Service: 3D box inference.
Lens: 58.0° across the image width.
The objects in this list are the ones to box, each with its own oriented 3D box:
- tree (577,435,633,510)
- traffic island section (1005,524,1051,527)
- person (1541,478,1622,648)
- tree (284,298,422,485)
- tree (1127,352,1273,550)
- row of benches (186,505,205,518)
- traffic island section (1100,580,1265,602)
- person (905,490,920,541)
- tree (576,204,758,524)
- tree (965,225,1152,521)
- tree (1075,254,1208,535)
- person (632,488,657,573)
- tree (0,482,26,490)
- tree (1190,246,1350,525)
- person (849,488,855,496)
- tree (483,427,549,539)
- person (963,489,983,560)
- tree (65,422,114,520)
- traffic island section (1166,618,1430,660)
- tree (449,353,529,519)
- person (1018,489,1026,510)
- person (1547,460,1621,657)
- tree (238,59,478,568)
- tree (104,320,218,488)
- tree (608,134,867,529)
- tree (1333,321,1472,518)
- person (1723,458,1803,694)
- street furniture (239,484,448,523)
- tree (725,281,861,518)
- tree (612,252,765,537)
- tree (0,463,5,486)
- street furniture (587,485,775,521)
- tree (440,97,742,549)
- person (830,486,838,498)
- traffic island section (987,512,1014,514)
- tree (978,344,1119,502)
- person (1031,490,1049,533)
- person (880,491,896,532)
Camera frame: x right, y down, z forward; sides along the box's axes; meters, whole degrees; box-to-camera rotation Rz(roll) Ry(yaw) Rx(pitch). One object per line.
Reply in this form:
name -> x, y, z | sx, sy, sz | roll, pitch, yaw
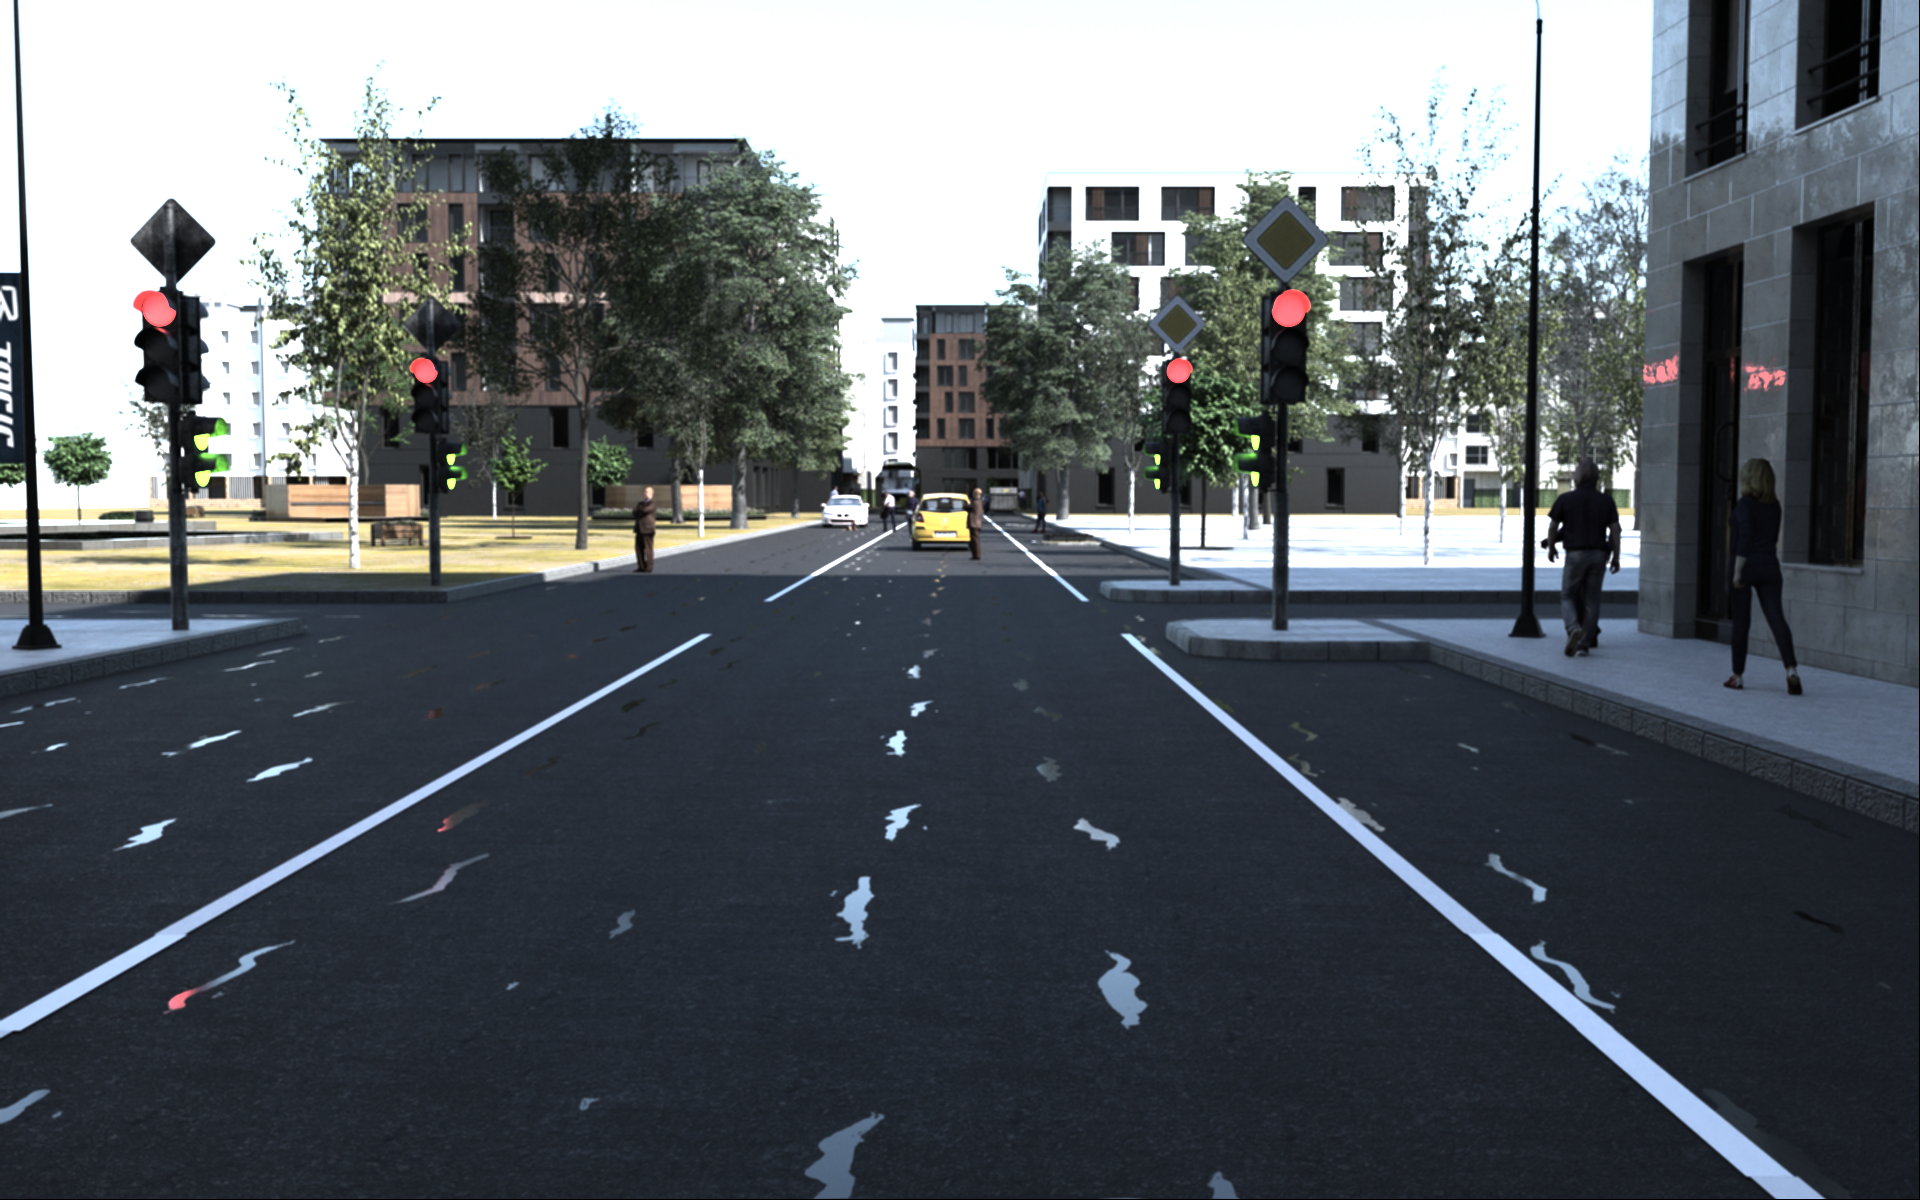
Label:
tree -> -19.685, -6.861, 95.888 | 4.285, 4.588, 4.351 | 0, 3, 0
traffic island section -> 2.985, -3.265, 76.241 | 1.991, 0.108, 1.994 | 0, 3, 0
person -> 5.178, -0.356, 14.556 | 0.600, 1.496, 0.574 | 0, 4, 3
tree -> -31.591, -10.141, 91.556 | 9.928, 11.665, 9.643 | 0, 3, 0
tree -> 5.597, -3.466, 40.390 | 4.285, 4.588, 4.351 | 0, 3, 0
row of benches -> -41.772, -4.831, 94.442 | 1.422, 0.672, 4.104 | -1, 4, -18
traffic island section -> 3.042, -0.128, 24.376 | 2.009, 0.180, 2.903 | 0, 3, 0
person -> -1.388, -2.584, 52.957 | 0.471, 1.553, 0.569 | -1, 4, -17
tree -> -12.485, -10.260, 75.178 | 7.806, 13.903, 7.818 | 0, 3, 0
tree -> 5.001, -10.846, 83.982 | 9.857, 13.997, 8.962 | 0, 3, 0
tree -> 5.606, -6.353, 54.239 | 4.360, 8.622, 3.978 | 0, 3, 0
person -> -5.742, -1.275, 31.608 | 0.482, 1.546, 0.388 | 3, 5, 41
tree -> -55.404, -7.660, 88.142 | 20.602, 7.101, 11.467 | 0, 4, 5
tree -> 12.795, -8.966, 72.349 | 9.928, 11.665, 9.643 | 0, 3, 0
person -> -8.011, -7.509, 129.598 | 0.721, 1.735, 1.217 | -2, 4, -27
tree -> -13.011, -3.391, 50.038 | 1.663, 3.219, 1.824 | 0, 3, 0
person -> 0.289, -1.648, 37.719 | 0.388, 1.546, 0.482 | 1, 4, 21
tree -> -39.917, -5.795, 78.459 | 4.285, 4.588, 4.351 | 0, 3, 0
traffic island section -> 3.051, 0.360, 16.391 | 2.009, 0.180, 2.903 | 0, 3, 0
tree -> -24.437, -8.534, 89.900 | 4.360, 8.622, 3.978 | 0, 3, 0
person -> 5.003, -8.033, 138.313 | 0.756, 1.711, 0.436 | 3, 4, 38
person -> 4.880, -0.336, 13.739 | 0.471, 1.553, 0.569 | -3, 5, -40
tree -> -10.539, -4.874, 30.049 | 4.737, 8.622, 4.395 | 0, 3, 0
tree -> -32.934, -7.427, 71.801 | 4.360, 8.622, 3.978 | 0, 3, 0
tree -> -8.099, -9.583, 63.331 | 9.857, 13.997, 8.962 | 0, 3, 0
tree -> 23.187, -9.630, 91.859 | 8.767, 10.594, 7.601 | 3, 5, 43
person -> 5.225, -0.162, 11.241 | 0.480, 1.512, 0.613 | -3, 4, -37
street furniture -> -28.897, -4.663, 83.096 | 11.010, 1.723, 9.812 | 3, 4, 37
tree -> -9.162, -10.684, 92.808 | 7.486, 12.596, 7.792 | 0, 3, 0
tree -> -8.061, -6.217, 52.017 | 4.360, 8.622, 3.978 | 0, 3, 0
tree -> -38.997, -5.297, 70.322 | 4.285, 4.588, 4.351 | 0, 3, 0
street furniture -> -14.083, -4.774, 84.914 | 11.010, 1.723, 9.812 | 2, 4, 30
tree -> -8.492, -6.461, 40.045 | 7.601, 10.594, 8.767 | -2, 4, -35
person -> -6.183, -4.819, 87.158 | 0.599, 1.838, 0.709 | -3, 4, -38
traffic island section -> 2.936, -6.334, 126.420 | 1.991, 0.108, 1.994 | 0, 3, 0
tree -> 5.456, -9.921, 96.612 | 8.767, 10.594, 7.601 | -2, 4, -32
person -> 2.970, -3.298, 64.295 | 0.662, 1.594, 0.647 | -3, 4, -36
person -> -2.747, -3.390, 66.132 | 0.590, 1.554, 0.614 | 2, 4, 32
